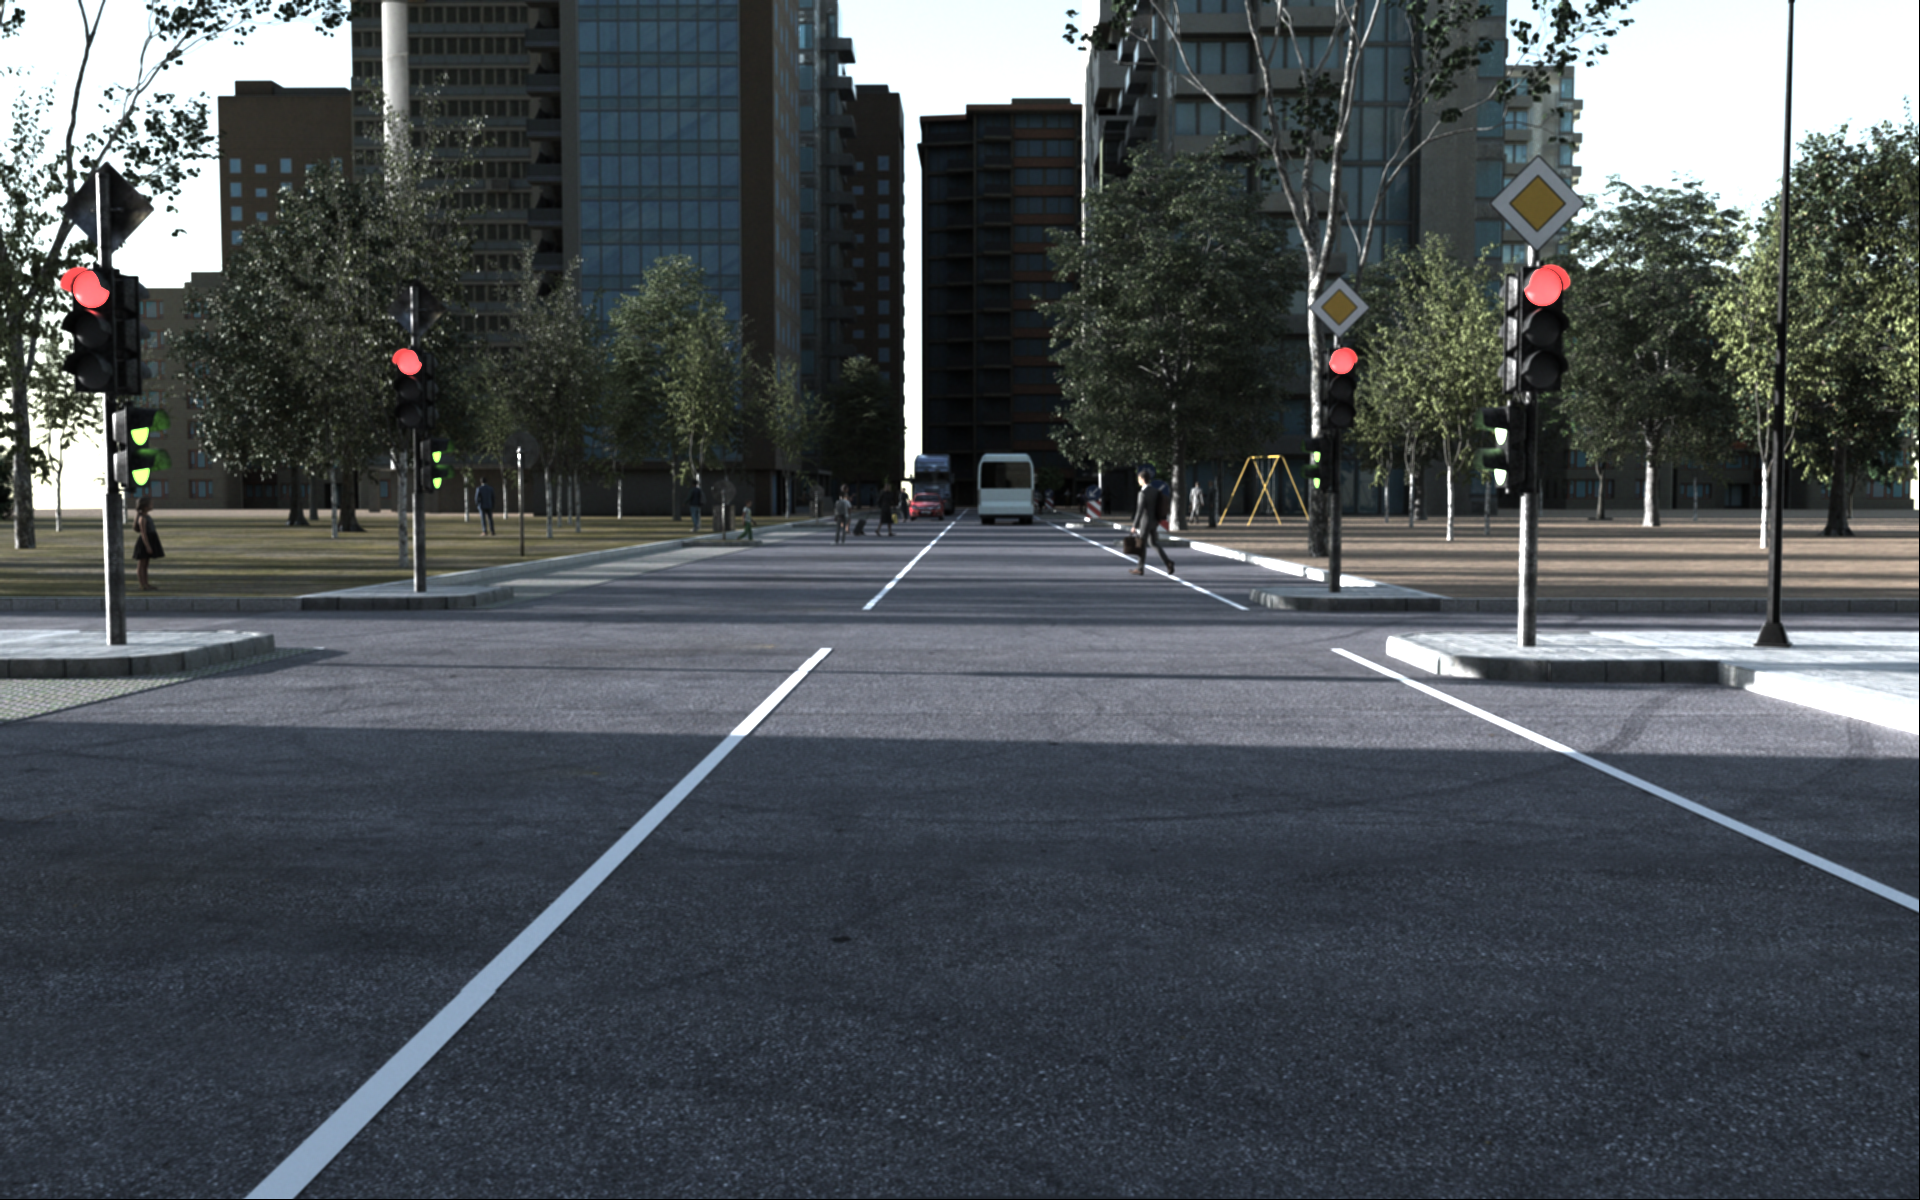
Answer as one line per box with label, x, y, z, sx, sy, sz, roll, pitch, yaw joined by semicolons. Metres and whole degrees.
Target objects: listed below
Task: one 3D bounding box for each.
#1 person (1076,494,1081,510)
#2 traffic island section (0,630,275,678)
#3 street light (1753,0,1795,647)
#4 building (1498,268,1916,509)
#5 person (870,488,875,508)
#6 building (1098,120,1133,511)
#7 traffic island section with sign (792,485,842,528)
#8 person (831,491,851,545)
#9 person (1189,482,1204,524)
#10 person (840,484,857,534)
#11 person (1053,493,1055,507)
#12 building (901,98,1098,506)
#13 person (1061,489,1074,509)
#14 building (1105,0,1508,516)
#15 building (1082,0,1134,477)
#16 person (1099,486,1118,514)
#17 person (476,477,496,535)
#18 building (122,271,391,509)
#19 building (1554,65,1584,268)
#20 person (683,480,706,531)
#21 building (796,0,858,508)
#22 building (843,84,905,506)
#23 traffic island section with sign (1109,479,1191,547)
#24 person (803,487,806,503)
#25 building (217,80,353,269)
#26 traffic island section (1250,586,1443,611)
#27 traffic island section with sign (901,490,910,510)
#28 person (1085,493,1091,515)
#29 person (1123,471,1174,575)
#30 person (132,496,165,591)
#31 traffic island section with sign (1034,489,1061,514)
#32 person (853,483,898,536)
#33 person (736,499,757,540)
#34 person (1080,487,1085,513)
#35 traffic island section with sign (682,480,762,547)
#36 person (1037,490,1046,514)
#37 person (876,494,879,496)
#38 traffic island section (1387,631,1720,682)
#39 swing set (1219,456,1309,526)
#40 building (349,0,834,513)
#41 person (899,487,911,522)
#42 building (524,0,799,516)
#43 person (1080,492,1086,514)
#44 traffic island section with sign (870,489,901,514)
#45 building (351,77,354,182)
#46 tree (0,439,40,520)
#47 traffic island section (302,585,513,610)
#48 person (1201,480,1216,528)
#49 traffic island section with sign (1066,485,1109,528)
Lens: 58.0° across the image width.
person;9.749;-8.028;140.496;0.628;1.438;0.799;0;4;-7
traffic island section;-7.226;0.457;14.814;2.009;0.180;2.903;0;4;1
street light;6.338;-2.566;14.492;1.470;5.913;1.316;0;4;1
building;65.250;-19.121;157.674;28.899;21.520;27.650;0;4;1
person;-7.955;-9.201;156.462;0.705;1.826;1.348;-1;4;-15
building;17.905;-22.347;137.079;14.160;30.474;14.107;0;4;1
traffic island section with sign;-6.119;-4.026;74.448;1.989;1.847;2.006;0;4;1
person;-3.351;-2.305;48.785;0.503;1.515;0.523;-3;4;-39
person;10.298;-4.231;75.334;0.709;1.813;0.853;2;4;26
person;-3.954;-3.220;61.501;0.532;1.782;0.716;-1;4;-22
person;8.943;-9.556;165.543;0.557;1.426;1.065;-1;4;-15
building;8.248;-33.020;194.495;28.867;44.769;22.147;0;4;1
person;9.574;-8.962;153.299;1.217;1.736;0.721;0;4;-1
building;22.125;-30.248;114.161;23.786;49.044;30.456;0;4;1
building;25.229;-34.730;157.067;28.713;52.752;27.495;0;4;1
person;9.349;-6.320;109.513;1.348;1.807;0.705;3;4;36
person;-14.713;-2.910;53.798;0.721;1.800;0.419;-3;5;-40
building;-55.975;-19.193;158.846;28.899;21.520;27.650;0;4;1
building;52.069;-35.112;193.688;30.456;49.044;23.786;0;4;1
person;-9.113;-3.256;59.634;0.721;1.781;0.623;2;4;30
building;-25.094;-33.047;159.934;30.456;49.044;23.786;0;4;1
building;-13.350;-33.005;189.739;14.200;45.320;14.600;0;4;1
traffic island section with sign;5.259;-2.389;47.694;1.989;1.847;2.006;0;4;1
person;-12.578;-8.180;139.789;0.705;1.824;1.348;0;4;-4
building;-71.277;-33.083;191.018;14.200;45.320;14.600;0;4;1
traffic island section;4.919;-0.022;22.636;2.009;0.180;2.903;0;4;1
traffic island section with sign;-5.091;-8.762;151.882;1.989;1.847;2.006;0;4;1
person;7.976;-6.117;107.533;0.415;1.643;0.593;2;4;33
person;3.331;-1.344;30.442;0.822;1.834;0.622;2;4;33
person;-10.778;-0.752;23.001;0.373;1.253;0.362;0;4;-7
traffic island section with sign;6.265;-7.080;124.381;1.989;1.847;2.006;0;4;1
person;-2.891;-3.116;59.670;1.509;1.804;0.699;1;4;12
person;-6.035;-2.207;48.838;0.590;1.304;0.306;0;4;-5
person;8.449;-6.831;118.173;0.568;1.767;0.683;-1;4;-12
traffic island section with sign;-6.465;-2.371;47.395;1.989;1.847;2.006;0;4;1
person;5.686;-6.828;120.932;0.721;1.735;1.217;2;4;29
person;-7.460;-9.570;163.305;1.217;1.735;0.721;-2;4;-27
traffic island section;4.814;0.467;14.651;2.009;0.180;2.903;0;4;1
swing set;12.613;-4.539;71.833;2.862;2.851;3.119;-1;4;-15
building;-25.874;-26.495;125.075;32.217;40.220;23.993;0;4;1
person;-2.800;-4.836;87.987;0.534;1.772;0.576;3;5;42
building;-17.328;-27.806;104.741;14.600;45.320;14.200;0;4;1
person;8.128;-6.342;112.964;0.697;1.427;0.421;-1;4;-14
traffic island section with sign;-5.447;-7.094;124.618;1.989;1.847;2.006;0;4;1
building;-53.341;-34.854;193.558;21.600;48.544;21.300;0;4;1
tree;-55.989;-11.240;85.603;18.604;14.587;13.155;1;4;12
traffic island section;-7.121;-0.032;22.798;2.009;0.180;2.903;0;4;1
person;9.460;-3.640;65.739;0.590;1.801;0.661;-1;4;-9
traffic island section with sign;5.604;-4.039;74.664;1.989;1.847;2.006;0;4;1
